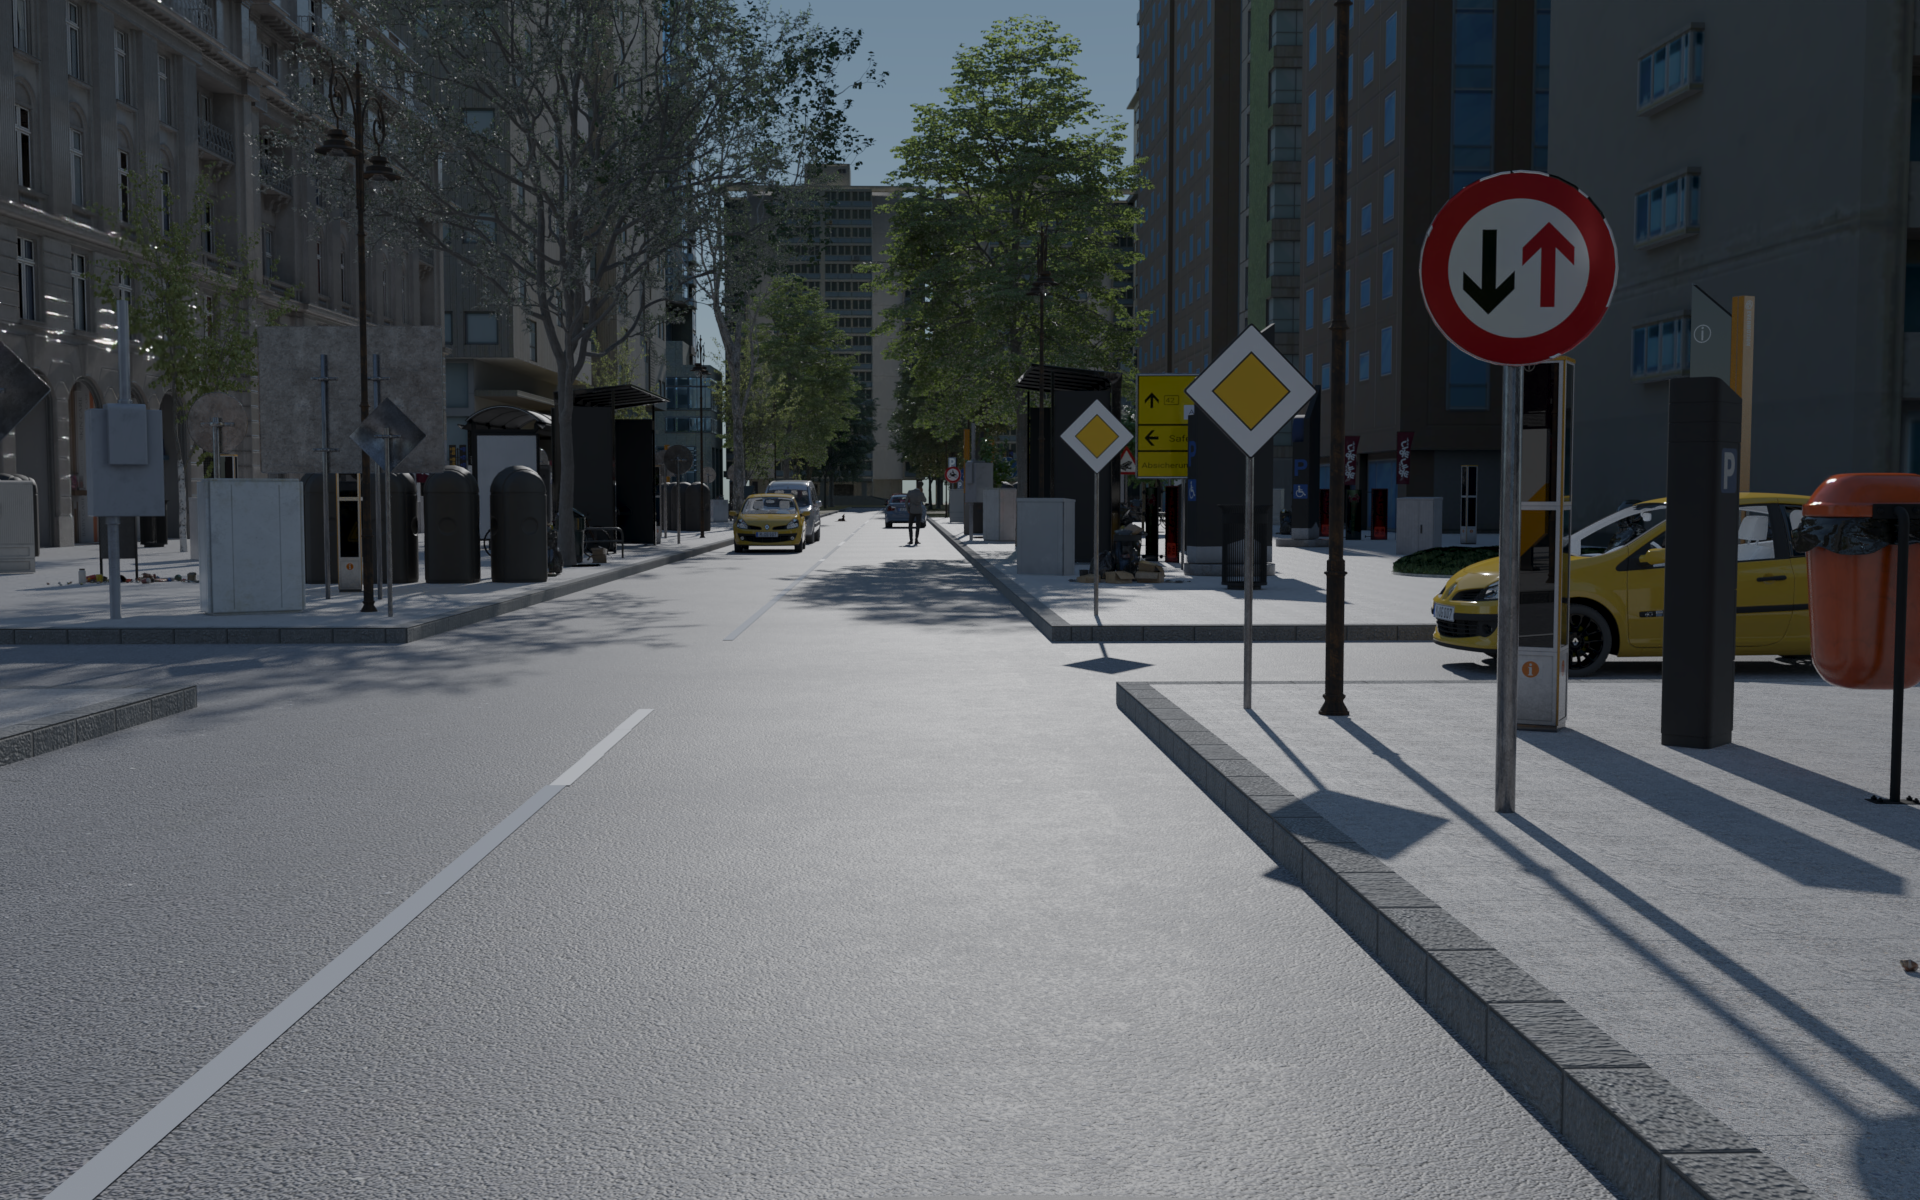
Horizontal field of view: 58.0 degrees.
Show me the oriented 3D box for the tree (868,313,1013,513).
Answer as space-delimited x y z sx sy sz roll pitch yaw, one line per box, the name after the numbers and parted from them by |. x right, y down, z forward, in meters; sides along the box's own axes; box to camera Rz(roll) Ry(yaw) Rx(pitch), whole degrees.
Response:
-0.584 -12.933 118.105 9.857 13.997 8.962 0 3 0 | tree

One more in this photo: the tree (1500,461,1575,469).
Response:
13.535 -2.854 41.260 1.663 3.219 1.824 0 3 0 | tree

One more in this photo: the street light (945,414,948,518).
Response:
-0.737 -7.353 93.009 0.468 5.910 1.993 0 4 -2 | street light

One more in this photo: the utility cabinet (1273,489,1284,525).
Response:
12.711 -3.817 71.083 1.173 1.500 0.318 3 5 41 | utility cabinet

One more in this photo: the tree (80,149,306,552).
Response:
-16.922 -5.363 38.044 4.737 8.622 4.395 0 3 0 | tree

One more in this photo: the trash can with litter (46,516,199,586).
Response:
-11.834 -0.858 25.081 2.233 1.210 1.678 0 4 -4 | trash can with litter

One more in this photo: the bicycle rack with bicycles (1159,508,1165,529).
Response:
8.184 -3.080 63.733 2.925 0.926 2.852 2 4 23 | bicycle rack with bicycles

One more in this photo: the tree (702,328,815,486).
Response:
-9.284 -7.685 76.016 4.360 8.622 3.978 0 3 0 | tree

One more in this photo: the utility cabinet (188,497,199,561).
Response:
-14.757 -1.380 33.721 0.306 1.237 1.020 -2 4 -33 | utility cabinet

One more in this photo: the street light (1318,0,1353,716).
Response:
2.179 -2.271 9.915 0.468 5.910 1.993 0 4 -2 | street light

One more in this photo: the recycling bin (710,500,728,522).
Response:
-10.987 -4.053 78.827 0.722 1.027 0.722 -2 4 -25 | recycling bin

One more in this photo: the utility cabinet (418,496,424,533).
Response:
-17.926 -2.794 56.848 1.020 1.237 0.306 2 4 34 | utility cabinet

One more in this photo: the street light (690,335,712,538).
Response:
-7.530 -4.750 50.451 0.468 5.910 1.993 0 4 -2 | street light

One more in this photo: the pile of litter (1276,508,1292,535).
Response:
10.569 -2.500 54.845 1.176 0.858 1.719 1 4 17 | pile of litter

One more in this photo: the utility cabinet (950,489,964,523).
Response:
0.105 -4.158 76.657 1.173 1.500 0.318 3 4 36 | utility cabinet

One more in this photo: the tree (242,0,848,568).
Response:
-6.848 -7.320 30.048 12.009 13.543 11.850 0 3 0 | tree

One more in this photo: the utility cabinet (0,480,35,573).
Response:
-15.462 -1.162 27.670 1.173 1.500 0.318 -2 4 -29 | utility cabinet

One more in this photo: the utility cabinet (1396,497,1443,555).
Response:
9.615 -1.537 36.297 0.306 1.237 1.020 -2 4 -33 | utility cabinet

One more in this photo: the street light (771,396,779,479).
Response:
-8.717 -6.659 81.668 0.468 5.910 1.993 0 4 -2 | street light

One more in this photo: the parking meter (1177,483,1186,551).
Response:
5.065 -1.876 39.086 0.372 1.533 0.369 0 3 0 | parking meter

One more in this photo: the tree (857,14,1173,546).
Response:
1.156 -7.572 41.926 7.486 12.596 7.792 0 3 0 | tree

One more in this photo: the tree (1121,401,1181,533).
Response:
6.123 -4.519 57.597 4.285 4.588 4.351 0 3 0 | tree

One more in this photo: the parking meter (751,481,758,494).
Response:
-9.436 -4.522 79.642 0.255 1.863 0.399 -1 4 -17 | parking meter

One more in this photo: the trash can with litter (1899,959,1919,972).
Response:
3.785 0.391 4.665 2.233 1.210 1.678 2 4 26 | trash can with litter

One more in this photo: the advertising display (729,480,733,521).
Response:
-10.857 -4.699 82.047 0.123 1.923 0.974 -1 4 -9 | advertising display

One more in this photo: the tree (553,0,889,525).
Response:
-9.314 -12.593 61.781 12.611 20.169 13.585 0 3 0 | tree

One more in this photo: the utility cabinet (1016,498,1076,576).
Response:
1.368 -1.005 27.599 0.306 1.237 1.020 -3 5 -45 | utility cabinet

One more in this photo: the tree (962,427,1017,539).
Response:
0.775 -3.407 50.309 1.663 3.219 1.824 0 3 0 | tree

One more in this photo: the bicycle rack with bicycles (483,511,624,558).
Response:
-8.151 -1.322 35.003 2.925 0.926 2.852 -2 4 -28 | bicycle rack with bicycles

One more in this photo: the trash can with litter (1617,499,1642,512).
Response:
13.569 -1.448 35.054 0.624 1.170 1.055 2 4 35 | trash can with litter

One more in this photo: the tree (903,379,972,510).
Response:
-2.320 -13.163 140.975 9.928 11.665 9.643 0 3 0 | tree

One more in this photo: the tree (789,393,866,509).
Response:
-12.048 -13.305 151.948 8.767 10.594 7.601 2 4 24 | tree

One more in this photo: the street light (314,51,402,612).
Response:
-6.447 -2.809 18.712 0.468 5.910 1.993 0 4 -2 | street light

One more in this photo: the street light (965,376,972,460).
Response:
0.308 -5.443 61.786 0.468 5.910 1.993 0 4 -2 | street light

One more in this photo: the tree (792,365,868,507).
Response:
-12.442 -16.023 168.634 9.857 13.997 8.962 0 3 0 | tree

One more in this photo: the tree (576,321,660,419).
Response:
-14.883 -7.569 74.123 4.360 8.622 3.978 0 3 0 | tree

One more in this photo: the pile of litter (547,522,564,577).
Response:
-6.792 -0.806 27.142 1.176 0.858 1.719 1 4 11 | pile of litter

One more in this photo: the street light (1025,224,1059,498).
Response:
1.413 -3.500 30.009 0.468 5.910 1.993 0 4 -2 | street light

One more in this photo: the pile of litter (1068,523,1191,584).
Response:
2.477 -0.687 25.196 1.719 0.858 1.176 1 4 21 | pile of litter

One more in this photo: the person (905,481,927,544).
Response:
-1.277 -2.507 49.673 0.592 1.802 0.473 1 4 20 | person

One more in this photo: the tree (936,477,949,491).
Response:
-2.077 -13.150 165.358 4.360 8.622 3.978 0 3 0 | tree

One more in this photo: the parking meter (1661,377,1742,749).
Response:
3.793 -0.192 8.858 0.255 1.863 0.399 3 5 42 | parking meter

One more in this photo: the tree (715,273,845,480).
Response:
-8.556 -10.465 89.230 7.486 12.596 7.792 0 3 0 | tree

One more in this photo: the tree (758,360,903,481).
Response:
-11.269 -12.513 130.336 9.928 11.665 9.643 0 3 0 | tree
